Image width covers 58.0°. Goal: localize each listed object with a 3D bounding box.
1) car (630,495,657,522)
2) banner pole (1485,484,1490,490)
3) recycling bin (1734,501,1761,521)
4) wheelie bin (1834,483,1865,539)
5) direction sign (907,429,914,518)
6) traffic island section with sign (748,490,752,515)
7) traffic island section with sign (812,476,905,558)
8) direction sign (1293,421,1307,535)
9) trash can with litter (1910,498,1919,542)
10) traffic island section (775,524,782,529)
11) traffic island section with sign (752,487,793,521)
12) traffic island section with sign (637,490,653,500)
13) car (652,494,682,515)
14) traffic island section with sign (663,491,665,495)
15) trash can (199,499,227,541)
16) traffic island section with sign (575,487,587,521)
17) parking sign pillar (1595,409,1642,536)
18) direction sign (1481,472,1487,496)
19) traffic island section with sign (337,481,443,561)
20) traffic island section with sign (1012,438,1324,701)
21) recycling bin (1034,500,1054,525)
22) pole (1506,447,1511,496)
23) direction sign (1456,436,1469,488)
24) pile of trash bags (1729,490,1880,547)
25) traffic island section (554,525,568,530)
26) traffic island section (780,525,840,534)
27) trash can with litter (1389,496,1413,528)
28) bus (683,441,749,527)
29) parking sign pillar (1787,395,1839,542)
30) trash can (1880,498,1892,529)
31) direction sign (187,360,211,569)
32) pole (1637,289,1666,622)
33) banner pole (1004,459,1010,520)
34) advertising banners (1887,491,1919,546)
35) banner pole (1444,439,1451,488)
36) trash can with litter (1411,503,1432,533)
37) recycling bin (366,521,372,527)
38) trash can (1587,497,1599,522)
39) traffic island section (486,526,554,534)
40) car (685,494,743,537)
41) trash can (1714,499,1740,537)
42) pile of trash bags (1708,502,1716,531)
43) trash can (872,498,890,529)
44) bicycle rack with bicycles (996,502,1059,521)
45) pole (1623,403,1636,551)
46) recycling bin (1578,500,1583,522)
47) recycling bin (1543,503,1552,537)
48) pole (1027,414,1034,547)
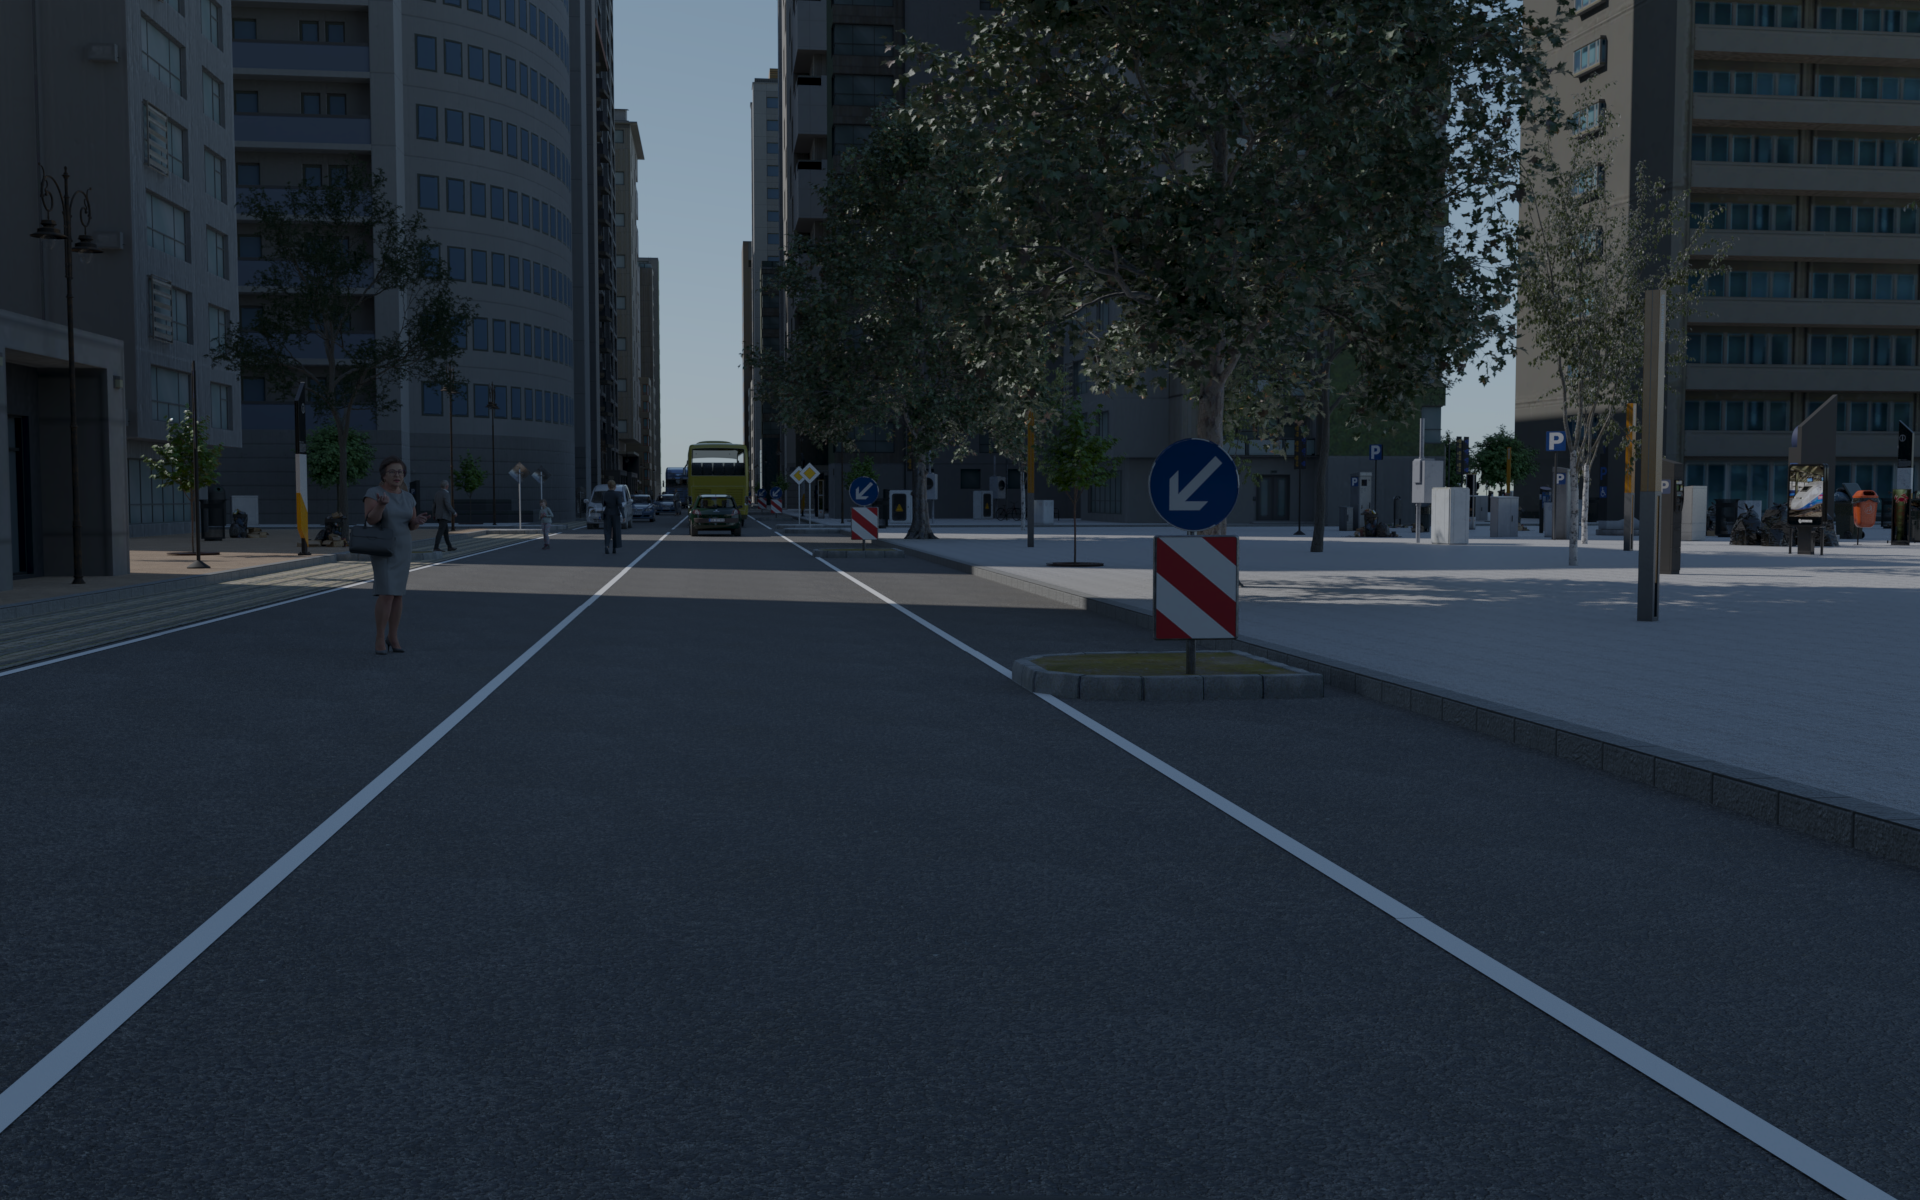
[{"bbox_3d":[-16.691,-4.754,89.737,2.014,1.417,4.499,-1,4,-9],"label":"car"},{"bbox_3d":[40.079,-8.654,131.512,0.401,3.779,0.863,3,5,42],"label":"banner pole"},{"bbox_3d":[30.769,-3.370,67.650,0.722,1.027,0.722,0,4,-8],"label":"recycling bin"},{"bbox_3d":[25.385,-2.542,49.476,0.980,1.594,0.693,-2,4,-28],"label":"wheelie bin"},{"bbox_3d":[-1.610,-4.134,59.585,0.379,3.537,0.876,-2,4,-28],"label":"direction sign"},{"bbox_3d":[-13.975,-6.879,121.103,1.989,1.847,2.006,0,4,-8],"label":"traffic island section with sign"},{"bbox_3d":[-2.367,-1.899,39.676,1.989,1.847,2.006,0,4,-8],"label":"traffic island section with sign"},{"bbox_3d":[10.666,-3.812,54.321,0.379,3.537,0.876,-1,4,-13],"label":"direction sign"},{"bbox_3d":[25.640,-2.128,46.188,1.055,1.170,0.624,-2,4,-33],"label":"trash can with litter"},{"bbox_3d":[-6.645,-3.046,72.087,2.009,0.180,2.903,0,4,-8],"label":"traffic island section"},{"bbox_3d":[-10.093,-5.214,93.880,1.989,1.847,2.006,0,4,-8],"label":"traffic island section with sign"},{"bbox_3d":[-31.089,-9.797,168.808,1.989,1.847,2.006,0,4,-8],"label":"traffic island section with sign"},{"bbox_3d":[-20.122,-6.556,119.189,2.014,1.417,4.499,0,4,-7],"label":"car"},{"bbox_3d":[-46.670,-16.480,278.081,1.989,1.847,2.006,0,4,-8],"label":"traffic island section with sign"},{"bbox_3d":[-20.406,-2.180,47.298,0.748,1.137,0.748,0,3,0],"label":"trash can"},{"bbox_3d":[-20.206,-5.125,92.423,1.989,1.847,2.006,0,4,-8],"label":"traffic island section with sign"},{"bbox_3d":[20.536,-3.993,53.760,1.447,3.967,1.447,-1,4,-15],"label":"parking sign pillar"},{"bbox_3d":[40.274,-8.589,132.419,0.876,3.537,0.379,0,4,4],"label":"direction sign"},{"bbox_3d":[-12.430,-1.790,37.891,1.989,1.847,2.006,0,4,-8],"label":"traffic island section with sign"},{"bbox_3d":[1.443,-0.267,12.990,1.989,1.847,2.006,0,4,-8],"label":"traffic island section with sign"},{"bbox_3d":[3.466,-3.700,73.041,0.722,1.027,0.722,3,5,40],"label":"recycling bin"},{"bbox_3d":[23.886,-4.990,75.429,0.158,3.312,0.155,0,3,0],"label":"pole"},{"bbox_3d":[19.731,-4.653,68.067,0.876,3.537,0.379,-3,5,-42],"label":"direction sign"},{"bbox_3d":[21.167,-2.042,43.131,3.447,1.369,1.912,0,4,-4],"label":"pile of trash bags"},{"bbox_3d":[-17.082,-2.956,70.610,2.009,0.180,2.903,0,4,-8],"label":"traffic island section"},{"bbox_3d":[-5.518,-2.563,64.182,2.009,0.180,2.903,0,4,-8],"label":"traffic island section"},{"bbox_3d":[16.307,-3.336,65.601,1.678,1.210,2.233,3,4,38],"label":"trash can with litter"},{"bbox_3d":[-11.149,-5.346,78.961,2.896,3.916,12.252,-1,4,-9],"label":"bus"},{"bbox_3d":[23.053,-3.572,46.875,1.447,3.967,1.447,-2,4,-24],"label":"parking sign pillar"},{"bbox_3d":[34.438,-3.208,64.107,0.748,1.137,0.748,0,3,0],"label":"trash can"},{"bbox_3d":[-13.154,-2.313,29.819,0.379,3.537,0.876,-2,4,-25],"label":"direction sign"},{"bbox_3d":[6.959,-1.442,17.422,0.158,3.312,0.155,0,3,0],"label":"pole"},{"bbox_3d":[2.336,-5.890,86.320,0.401,3.779,0.863,0,4,-6],"label":"banner pole"},{"bbox_3d":[23.957,-2.843,42.670,0.090,3.025,2.074,-3,4,-36],"label":"advertising banners"},{"bbox_3d":[22.202,-5.469,79.440,0.863,3.779,0.401,-1,4,-12],"label":"banner pole"},{"bbox_3d":[15.450,-2.841,57.832,0.624,1.170,1.055,2,4,30],"label":"trash can with litter"},{"bbox_3d":[-17.592,-2.435,52.365,0.722,1.027,0.722,-1,4,-18],"label":"recycling bin"},{"bbox_3d":[28.616,-4.085,78.446,0.748,1.137,0.748,0,3,0],"label":"trash can"},{"bbox_3d":[-15.955,-2.472,62.705,2.009,0.180,2.903,0,4,-8],"label":"traffic island section"},{"bbox_3d":[-8.501,-3.070,59.975,2.009,1.686,4.222,-1,4,-10],"label":"car"},{"bbox_3d":[22.744,-2.430,51.392,0.748,1.137,0.748,0,3,0],"label":"trash can"},{"bbox_3d":[25.129,-3.144,61.157,3.447,1.369,1.912,0,4,-4],"label":"pile of trash bags"},{"bbox_3d":[-2.975,-3.230,64.469,0.748,1.137,0.748,0,3,0],"label":"trash can"},{"bbox_3d":[3.520,-4.269,83.176,2.852,0.926,2.925,-3,5,-43],"label":"bicycle rack with bicycles"},{"bbox_3d":[15.100,-2.764,39.036,0.158,3.312,0.155,0,3,0],"label":"pole"},{"bbox_3d":[28.438,-4.150,80.412,0.722,1.027,0.722,2,4,35],"label":"recycling bin"},{"bbox_3d":[17.743,-2.381,51.483,0.722,1.027,0.722,1,4,16],"label":"recycling bin"},{"bbox_3d":[1.703,-2.926,41.676,0.158,3.312,0.155,0,3,0],"label":"pole"}]
